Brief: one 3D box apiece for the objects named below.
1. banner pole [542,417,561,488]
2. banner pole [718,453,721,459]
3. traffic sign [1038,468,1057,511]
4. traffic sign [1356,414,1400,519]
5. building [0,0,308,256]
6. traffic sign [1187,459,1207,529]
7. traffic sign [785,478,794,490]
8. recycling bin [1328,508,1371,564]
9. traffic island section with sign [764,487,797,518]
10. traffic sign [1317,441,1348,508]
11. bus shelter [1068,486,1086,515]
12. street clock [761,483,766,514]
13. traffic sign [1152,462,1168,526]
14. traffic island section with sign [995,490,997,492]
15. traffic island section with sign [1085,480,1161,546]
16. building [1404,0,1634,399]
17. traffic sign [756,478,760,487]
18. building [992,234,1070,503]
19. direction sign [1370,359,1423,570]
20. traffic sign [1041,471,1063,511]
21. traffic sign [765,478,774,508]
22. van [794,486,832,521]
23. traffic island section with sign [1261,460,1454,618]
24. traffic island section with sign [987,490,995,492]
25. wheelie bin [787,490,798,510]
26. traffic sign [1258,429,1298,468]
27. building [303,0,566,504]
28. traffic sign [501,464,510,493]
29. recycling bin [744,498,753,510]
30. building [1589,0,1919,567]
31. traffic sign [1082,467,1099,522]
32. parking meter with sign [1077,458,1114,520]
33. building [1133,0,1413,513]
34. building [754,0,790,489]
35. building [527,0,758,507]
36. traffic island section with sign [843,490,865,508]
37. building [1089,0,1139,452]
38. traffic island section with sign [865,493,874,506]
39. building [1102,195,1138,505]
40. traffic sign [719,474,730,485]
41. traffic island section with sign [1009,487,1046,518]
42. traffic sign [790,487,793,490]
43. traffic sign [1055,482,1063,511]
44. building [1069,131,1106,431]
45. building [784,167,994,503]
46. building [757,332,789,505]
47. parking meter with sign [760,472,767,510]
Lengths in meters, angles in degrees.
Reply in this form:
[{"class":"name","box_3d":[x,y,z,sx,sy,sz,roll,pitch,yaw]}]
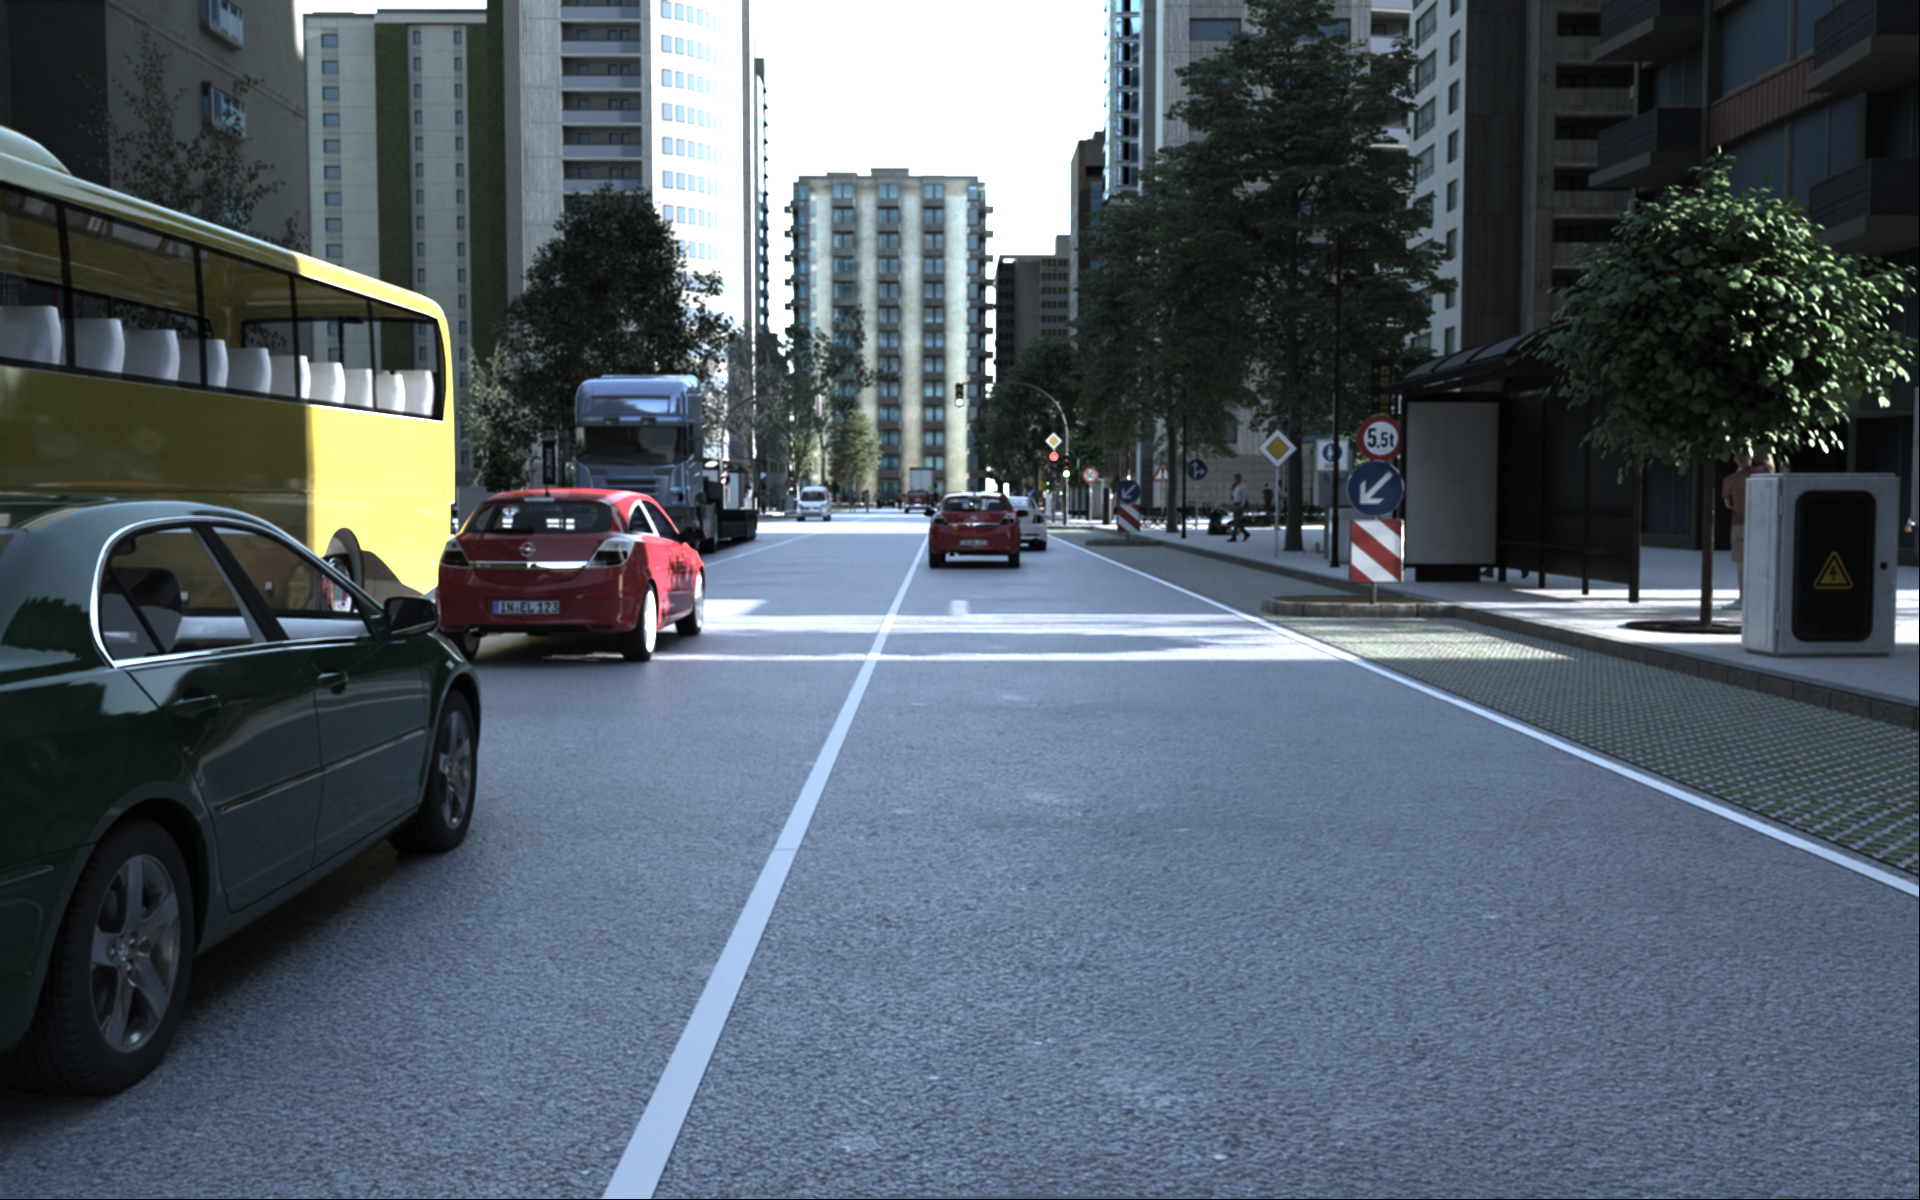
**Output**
[{"class":"banner pole","box_3d":[-13.240,-4.061,56.408,0.863,3.779,0.401,1,4,18]},{"class":"banner pole","box_3d":[-14.645,-7.101,106.124,0.401,3.779,0.863,2,4,30]},{"class":"traffic sign","box_3d":[7.231,-8.629,134.960,2.265,3.308,0.079,0,4,4]},{"class":"traffic sign","box_3d":[6.725,-1.691,27.759,0.768,2.556,0.104,0,4,5]},{"class":"building","box_3d":[-34.257,-26.180,51.742,21.600,48.544,21.300,0,4,0]},{"class":"traffic sign","box_3d":[8.725,-3.898,63.844,0.768,2.556,0.104,0,4,5]},{"class":"traffic sign","box_3d":[-13.792,-8.568,140.189,0.768,2.556,0.104,0,4,1]},{"class":"recycling bin","box_3d":[7.251,-1.192,32.049,0.722,1.027,0.722,0,4,0]},{"class":"traffic island section with sign","box_3d":[-10.638,-5.793,103.346,1.989,1.847,2.006,0,4,0]},{"class":"traffic sign","box_3d":[6.987,-1.862,32.573,0.606,2.300,0.079,0,4,8]},{"class":"bus shelter","box_3d":[7.307,-6.602,101.862,2.014,3.302,5.546,0,4,0]},{"class":"street clock","box_3d":[-12.662,-6.557,111.777,0.358,2.002,0.471,0,4,4]},{"class":"traffic sign","box_3d":[8.151,-4.260,69.661,0.884,2.594,0.081,0,4,4]},{"class":"traffic island section with sign","box_3d":[3.882,-7.496,131.185,1.989,1.847,2.006,0,4,0]},{"class":"traffic island section with sign","box_3d":[4.498,-2.418,48.165,1.989,1.847,2.006,0,4,0]},{"class":"building","box_3d":[32.451,-19.614,92.396,14.107,30.474,14.160,0,4,0]},{"class":"traffic sign","box_3d":[-15.624,-8.053,131.771,0.768,2.556,0.104,0,4,0]},{"class":"building","box_3d":[17.068,-34.858,261.801,23.993,40.220,32.217,0,4,0]},{"class":"direction sign","box_3d":[7.337,-2.274,29.177,0.876,3.537,0.379,0,4,-3]},{"class":"traffic sign","box_3d":[7.289,-8.445,131.947,2.265,3.308,0.079,0,4,5]},{"class":"traffic sign","box_3d":[-15.472,-8.576,140.315,0.768,2.556,0.104,0,4,8]},{"class":"van","box_3d":[-7.768,-5.204,92.100,2.013,2.044,4.112,0,4,-1]},{"class":"traffic island section with sign","box_3d":[4.704,-0.748,20.859,1.989,1.847,2.006,0,4,0]},{"class":"traffic island section with sign","box_3d":[3.311,-12.197,208.047,1.989,1.847,2.006,0,4,0]},{"class":"wheelie bin","box_3d":[-13.397,-7.990,138.548,0.980,1.594,0.693,1,4,20]},{"class":"traffic sign","box_3d":[6.392,-2.145,34.808,0.795,2.593,0.064,0,4,3]},{"class":"building","box_3d":[-64.970,-40.850,209.900,28.212,58.520,21.231,0,4,0]},{"class":"traffic sign","box_3d":[-13.516,-3.112,50.983,0.768,2.556,0.104,0,4,8]},{"class":"recycling bin","box_3d":[-14.190,-6.403,117.238,0.722,1.027,0.722,0,4,1]},{"class":"building","box_3d":[26.364,-23.305,35.656,22.147,44.769,28.867,0,4,0]},{"class":"traffic sign","box_3d":[6.072,-4.933,80.757,0.768,2.556,0.104,0,4,4]},{"class":"parking meter with sign","box_3d":[6.641,-5.412,84.751,1.738,3.016,0.543,0,4,-4]},{"class":"building","box_3d":[24.057,-36.010,130.759,21.231,58.520,28.212,0,4,0]},{"class":"building","box_3d":[-41.046,-57.600,254.427,31.000,86.520,22.319,0,4,0]},{"class":"building","box_3d":[-31.722,-38.231,167.084,21.231,58.520,28.212,0,4,0]},{"class":"traffic island section with sign","box_3d":[-11.199,-10.547,181.063,1.989,1.847,2.006,0,4,0]},{"class":"building","box_3d":[24.432,-53.676,190.276,22.319,86.520,31.000,0,4,0]},{"class":"traffic island section with sign","box_3d":[-11.399,-12.195,208.018,1.989,1.847,2.006,0,4,0]},{"class":"building","box_3d":[20.815,-24.327,169.448,14.160,30.474,14.107,0,4,0]},{"class":"traffic sign","box_3d":[-13.905,-6.228,101.931,0.768,2.556,0.104,0,4,8]},{"class":"traffic island section with sign","box_3d":[4.089,-5.804,103.525,1.989,1.847,2.006,0,4,0]},{"class":"traffic sign","box_3d":[-14.626,-9.154,149.781,0.768,2.556,0.104,0,4,6]},{"class":"traffic sign","box_3d":[7.362,-7.956,130.184,0.768,2.556,0.104,0,4,6]},{"class":"building","box_3d":[20.920,-34.493,214.067,14.600,45.320,14.200,0,4,0]},{"class":"building","box_3d":[-10.323,-38.949,256.430,30.456,49.044,23.786,0,4,0]},{"class":"building","box_3d":[-36.368,-22.207,208.131,28.899,21.520,27.650,0,4,0]},{"class":"parking meter with sign","box_3d":[-15.641,-8.653,137.732,0.543,3.016,1.738,0,4,-6]}]
